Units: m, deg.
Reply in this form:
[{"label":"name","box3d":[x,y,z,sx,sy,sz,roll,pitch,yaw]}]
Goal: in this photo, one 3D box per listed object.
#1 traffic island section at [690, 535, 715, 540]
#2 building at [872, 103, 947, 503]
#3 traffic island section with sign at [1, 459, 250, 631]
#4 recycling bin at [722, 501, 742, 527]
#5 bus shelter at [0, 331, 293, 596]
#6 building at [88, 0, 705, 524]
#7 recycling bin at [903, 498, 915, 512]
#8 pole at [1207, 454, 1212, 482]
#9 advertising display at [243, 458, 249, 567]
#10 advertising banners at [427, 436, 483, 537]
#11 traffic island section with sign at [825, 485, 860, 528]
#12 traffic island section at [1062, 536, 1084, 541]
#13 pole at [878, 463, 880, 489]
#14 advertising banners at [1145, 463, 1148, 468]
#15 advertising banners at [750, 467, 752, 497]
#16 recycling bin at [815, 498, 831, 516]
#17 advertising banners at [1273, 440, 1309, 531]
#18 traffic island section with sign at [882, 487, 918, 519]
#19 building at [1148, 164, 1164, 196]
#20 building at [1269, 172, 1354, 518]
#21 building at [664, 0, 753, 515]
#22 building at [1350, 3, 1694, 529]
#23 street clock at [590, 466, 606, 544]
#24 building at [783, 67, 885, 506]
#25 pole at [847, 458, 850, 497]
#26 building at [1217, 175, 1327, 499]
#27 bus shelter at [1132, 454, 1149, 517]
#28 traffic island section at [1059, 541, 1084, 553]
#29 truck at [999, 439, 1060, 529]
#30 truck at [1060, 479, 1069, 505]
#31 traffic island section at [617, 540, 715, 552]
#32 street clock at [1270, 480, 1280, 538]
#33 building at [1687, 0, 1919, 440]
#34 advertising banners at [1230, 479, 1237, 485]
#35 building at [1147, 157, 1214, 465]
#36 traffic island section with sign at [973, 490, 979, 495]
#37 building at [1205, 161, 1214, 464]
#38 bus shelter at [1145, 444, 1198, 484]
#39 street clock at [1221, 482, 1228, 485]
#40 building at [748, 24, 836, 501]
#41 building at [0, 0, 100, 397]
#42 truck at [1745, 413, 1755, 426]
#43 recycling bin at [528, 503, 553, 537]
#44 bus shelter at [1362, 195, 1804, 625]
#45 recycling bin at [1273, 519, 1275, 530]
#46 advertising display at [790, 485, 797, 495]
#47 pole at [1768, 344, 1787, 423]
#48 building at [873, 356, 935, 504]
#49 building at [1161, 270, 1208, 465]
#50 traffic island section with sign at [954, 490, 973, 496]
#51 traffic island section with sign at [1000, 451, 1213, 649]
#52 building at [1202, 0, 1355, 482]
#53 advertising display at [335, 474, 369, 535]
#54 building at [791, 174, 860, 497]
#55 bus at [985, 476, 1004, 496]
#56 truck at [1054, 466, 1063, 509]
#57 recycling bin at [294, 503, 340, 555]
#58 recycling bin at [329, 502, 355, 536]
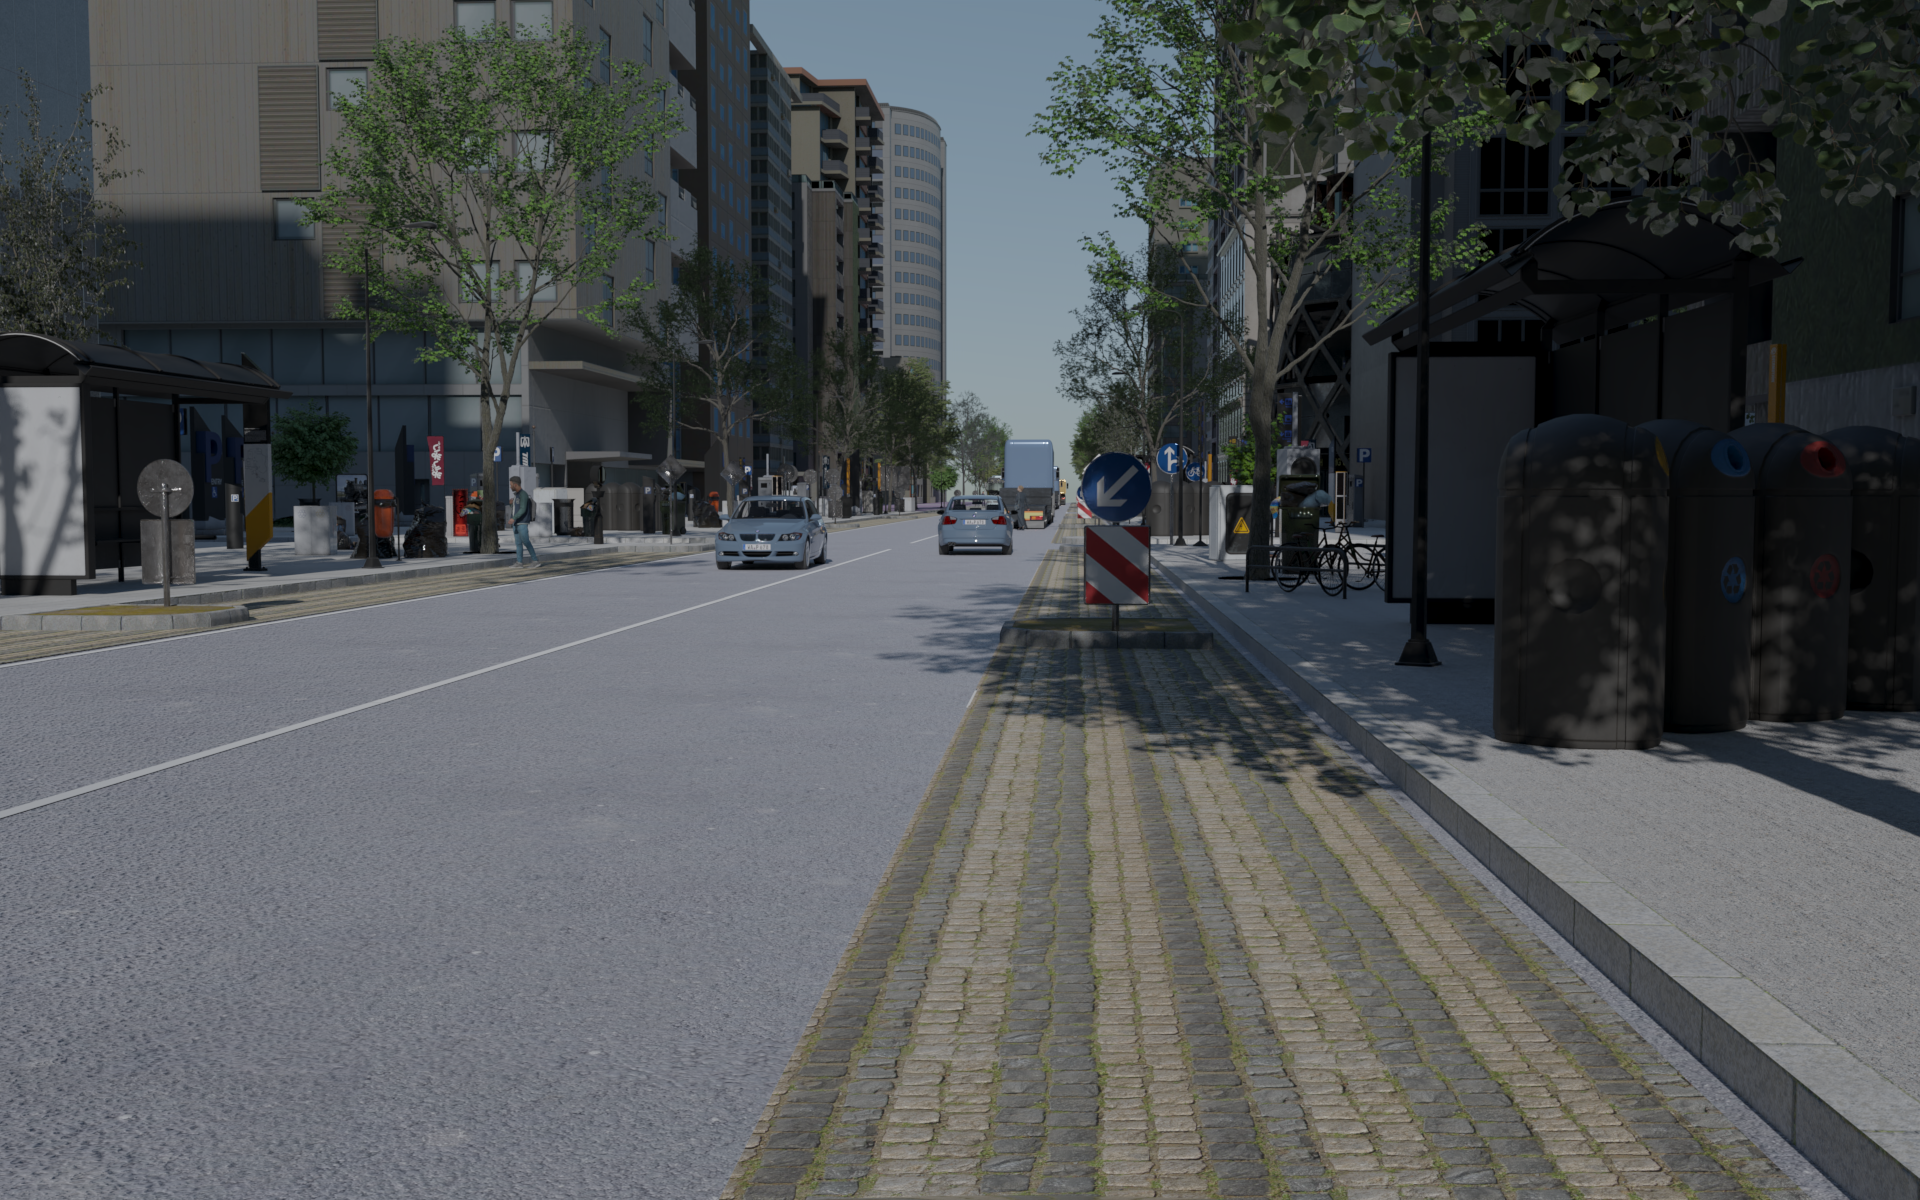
[{"label":"traffic island section","box3d":[-6.804,-1.808,51.844,2.009,0.180,2.903,0,4,4]},{"label":"building","box3d":[-13.531,-44.000,261.400,21.231,58.520,28.212,0,4,4]},{"label":"traffic island section with sign","box3d":[-8.995,-0.635,19.004,1.989,1.847,2.006,0,4,4]},{"label":"recycling bin","box3d":[-8.355,-3.171,64.407,0.722,1.027,0.722,2,4,25]},{"label":"bus shelter","box3d":[-11.568,-1.860,24.339,2.014,3.302,5.546,0,4,4]},{"label":"building","box3d":[-28.655,-30.363,85.670,28.713,52.752,27.495,0,4,4]},{"label":"recycling bin","box3d":[-3.699,-6.860,124.711,0.722,1.027,0.722,1,4,22]},{"label":"pole","box3d":[12.759,-5.797,88.619,0.158,3.312,0.155,0,3,0]},{"label":"advertising display","box3d":[-12.530,-1.549,30.544,0.123,1.923,0.974,-2,4,-26]},{"label":"advertising banners","box3d":[-14.957,-3.409,51.921,2.074,3.025,0.090,0,4,6]},{"label":"traffic island section with sign","box3d":[-5.329,-3.998,73.998,1.989,1.847,2.006,0,4,4]},{"label":"traffic island section","box3d":[4.013,-1.764,51.119,2.009,0.180,2.903,0,4,4]},{"label":"pole","box3d":[-5.215,-7.222,111.917,0.158,3.312,0.155,0,3,0]},{"label":"advertising banners","box3d":[10.869,-6.149,96.715,2.074,3.025,0.090,-3,5,-39]},{"label":"advertising banners","box3d":[-13.623,-7.065,111.692,0.090,3.025,2.074,0,4,6]},{"label":"recycling bin","box3d":[-7.883,-5.331,99.718,0.722,1.027,0.722,-2,4,-28]},{"label":"advertising banners","box3d":[10.418,-3.666,56.123,2.074,3.025,0.090,-2,4,-24]},{"label":"traffic island section with sign","box3d":[-3.503,-5.665,101.255,1.989,1.847,2.006,0,4,4]},{"label":"building","box3d":[43.383,-41.555,268.656,28.713,52.752,27.495,0,4,4]},{"label":"building","box3d":[25.885,-14.093,97.875,16.820,18.784,16.811,0,4,4]},{"label":"building","box3d":[-21.947,-28.391,114.308,14.600,45.320,14.200,0,4,4]},{"label":"building","box3d":[27.622,-16.524,63.674,24.014,27.812,14.314,0,4,4]},{"label":"street clock","box3d":[-9.220,-2.421,44.151,0.358,2.002,0.471,1,4,15]},{"label":"building","box3d":[-19.641,-32.178,180.741,22.147,44.769,28.867,0,4,4]},{"label":"pole","box3d":[-6.353,-6.401,98.503,0.158,3.312,0.155,0,3,0]},{"label":"building","box3d":[22.803,-16.328,116.117,9.793,20.994,18.267,0,4,4]},{"label":"bus shelter","box3d":[10.120,-6.714,101.061,1.731,3.624,6.357,0,4,4]},{"label":"traffic island section","box3d":[3.481,-1.277,43.152,2.009,0.180,2.903,0,4,4]},{"label":"truck","box3d":[2.941,-5.491,79.538,2.967,4.110,18.799,0,4,4]},{"label":"truck","box3d":[12.573,-14.160,227.442,3.469,3.379,9.791,0,4,3]},{"label":"traffic island section","box3d":[-7.336,-1.321,43.876,2.009,0.180,2.903,0,4,4]},{"label":"street clock","box3d":[9.387,-2.839,50.991,0.471,2.002,0.358,2,4,27]},{"label":"building","box3d":[19.097,-15.579,26.423,14.160,30.474,14.107,0,4,4]},{"label":"advertising banners","box3d":[14.172,-5.483,85.831,2.074,3.025,0.090,3,5,44]},{"label":"building","box3d":[37.636,-37.976,244.611,21.300,48.544,21.600,0,4,4]},{"label":"traffic island section with sign","box3d":[1.649,-10.395,178.579,1.989,1.847,2.006,0,4,4]},{"label":"building","box3d":[38.544,-29.851,179.943,32.217,40.220,23.993,0,4,4]},{"label":"bus shelter","box3d":[8.865,-4.835,72.977,2.014,3.302,5.546,0,4,4]},{"label":"street clock","box3d":[15.595,-5.972,102.216,0.358,2.002,0.471,-3,5,-40]},{"label":"building","box3d":[-26.698,-27.405,139.960,32.217,40.220,23.993,0,4,4]},{"label":"building","box3d":[-28.369,-12.995,30.491,19.932,24.808,12.078,0,4,4]},{"label":"truck","box3d":[21.235,-3.463,45.528,11.283,4.237,2.839,0,4,6]},{"label":"recycling bin","box3d":[-12.535,-2.392,51.669,0.722,1.027,0.722,-1,4,-12]},{"label":"bus shelter","box3d":[4.830,-1.259,14.501,2.014,3.302,5.546,0,4,4]},{"label":"recycling bin","box3d":[11.193,-2.954,60.856,0.722,1.027,0.722,-1,4,-18]},{"label":"advertising display","box3d":[-11.992,-7.375,125.796,0.123,1.923,0.974,3,4,36]},{"label":"pole","box3d":[11.134,-1.824,23.661,0.158,3.312,0.155,0,3,0]},{"label":"building","box3d":[-18.285,-23.807,234.280,27.650,21.520,28.899,0,4,4]},{"label":"building","box3d":[33.356,-27.861,227.232,14.160,30.474,14.107,0,4,4]},{"label":"traffic island section with sign","box3d":[-0.165,-8.727,151.309,1.989,1.847,2.006,0,4,4]},{"label":"traffic island section with sign","box3d":[1.402,-0.506,16.902,1.989,1.847,2.006,0,4,4]},{"label":"building","box3d":[31.768,-43.912,156.213,20.563,71.187,20.611,0,4,4]},{"label":"advertising display","box3d":[-19.186,-3.025,54.673,0.974,1.923,0.123,-2,4,-27]},{"label":"building","box3d":[-17.064,-23.698,159.164,14.160,30.474,14.107,0,4,4]},{"label":"bus","box3d":[4.010,-10.506,166.630,2.948,3.499,13.247,0,4,3]},{"label":"truck","box3d":[7.788,-10.406,159.900,2.967,4.110,18.799,0,4,5]},{"label":"recycling bin","box3d":[-13.609,-1.470,36.585,0.722,1.027,0.722,0,4,-7]},{"label":"recycling bin","box3d":[-18.882,-2.468,52.906,0.722,1.027,0.722,-1,4,-20]}]
